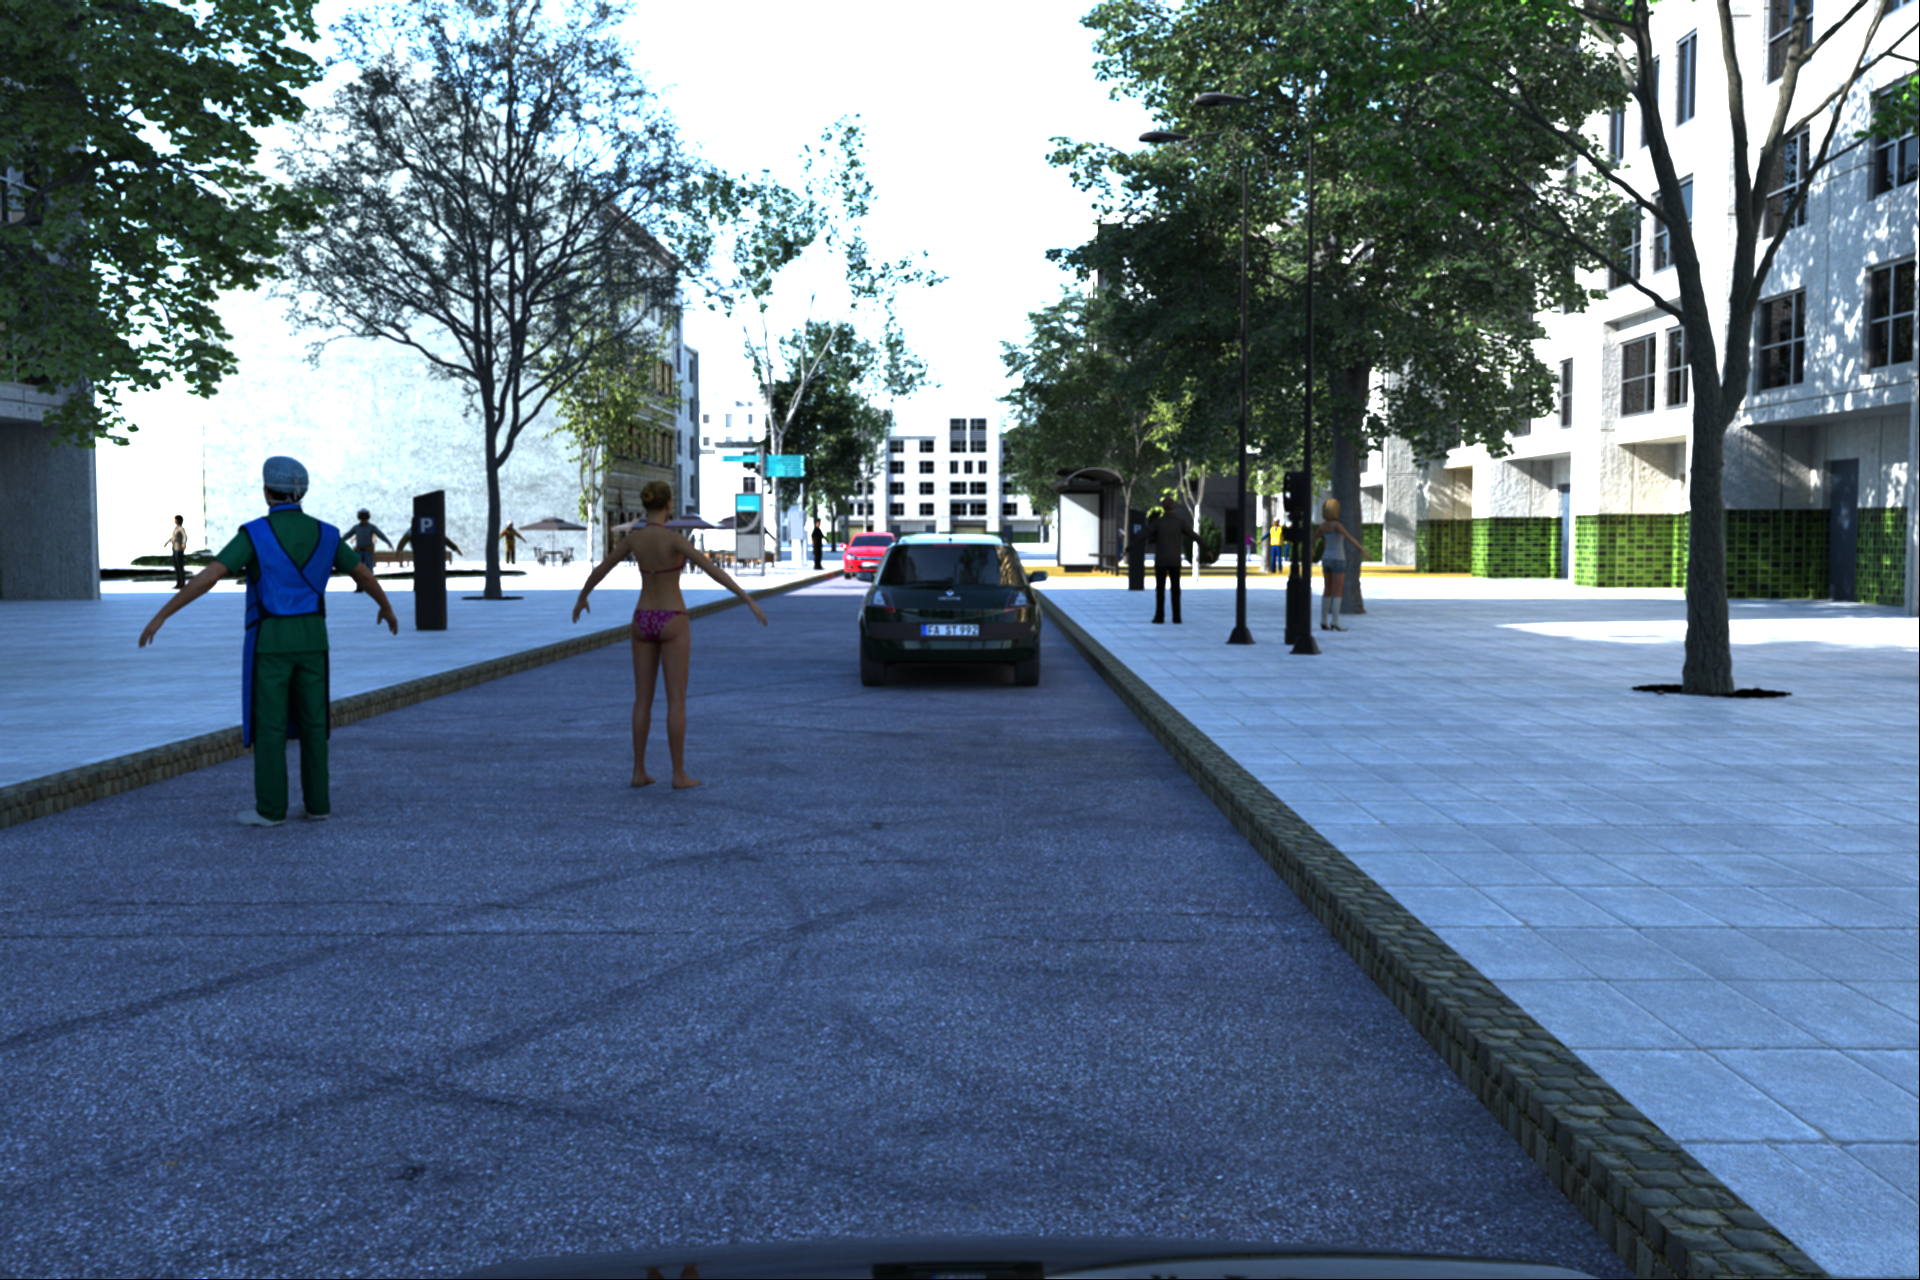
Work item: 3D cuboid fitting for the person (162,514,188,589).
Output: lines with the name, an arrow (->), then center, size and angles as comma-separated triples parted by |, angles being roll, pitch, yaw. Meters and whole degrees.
person -> -18.233, -2.048, 40.245 | 1.215, 1.744, 0.721 | 3, 5, 43

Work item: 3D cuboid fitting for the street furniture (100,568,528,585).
street furniture -> -28.162, -2.954, 53.326 | 27.439, 1.986, 14.083 | 1, 4, 21

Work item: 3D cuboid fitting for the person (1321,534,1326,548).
person -> 16.777, -4.457, 79.007 | 0.704, 1.812, 1.346 | -2, 4, -27

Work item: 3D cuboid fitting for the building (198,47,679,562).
building -> -25.284, -15.708, 87.756 | 19.493, 23.208, 18.063 | 0, 4, 1

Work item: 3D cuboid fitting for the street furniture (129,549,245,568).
street furniture -> -29.951, -3.356, 70.494 | 5.734, 0.657, 10.072 | 0, 4, -5

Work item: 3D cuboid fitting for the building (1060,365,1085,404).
building -> 26.126, -22.614, 213.716 | 27.936, 21.610, 32.646 | 0, 4, 0

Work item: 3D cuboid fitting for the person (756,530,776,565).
person -> -8.307, -4.049, 72.382 | 1.347, 1.806, 0.705 | 1, 4, 13

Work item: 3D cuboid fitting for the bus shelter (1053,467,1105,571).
bus shelter -> 4.383, -4.441, 63.899 | 1.731, 3.624, 6.357 | 0, 4, 1

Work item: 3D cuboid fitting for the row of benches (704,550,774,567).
row of benches -> -8.851, -3.189, 67.609 | 4.104, 0.672, 1.422 | 3, 4, 37

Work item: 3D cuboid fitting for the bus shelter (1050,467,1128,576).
bus shelter -> 4.061, -3.755, 55.324 | 2.014, 3.302, 5.546 | 0, 4, -1

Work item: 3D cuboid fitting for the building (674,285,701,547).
building -> -28.311, -15.331, 117.118 | 16.747, 18.905, 31.486 | 0, 3, 0

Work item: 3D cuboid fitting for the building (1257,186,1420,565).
building -> 25.931, -13.457, 86.484 | 16.747, 18.905, 31.486 | 0, 4, 0

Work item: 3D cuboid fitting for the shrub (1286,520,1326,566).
shrub -> 14.065, -4.035, 70.387 | 1.690, 2.028, 1.600 | 0, 3, 0

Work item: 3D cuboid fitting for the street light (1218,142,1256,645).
street light -> 3.830, -2.909, 20.095 | 1.470, 5.913, 1.316 | 0, 4, 0

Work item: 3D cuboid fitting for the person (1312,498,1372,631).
person -> 5.021, -1.005, 23.038 | 0.721, 1.753, 1.214 | -2, 4, -28

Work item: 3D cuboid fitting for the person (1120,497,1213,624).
person -> 2.984, -1.143, 24.868 | 1.348, 1.807, 0.705 | 0, 4, -2

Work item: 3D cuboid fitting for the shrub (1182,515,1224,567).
shrub -> 9.357, -3.836, 66.767 | 1.661, 2.075, 1.752 | 0, 3, 0

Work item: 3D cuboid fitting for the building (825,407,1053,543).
building -> -2.491, -23.220, 248.556 | 31.486, 18.905, 16.747 | 0, 4, 4

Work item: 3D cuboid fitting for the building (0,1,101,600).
building -> -25.328, -9.257, 17.809 | 16.747, 18.905, 31.486 | 0, 4, 0

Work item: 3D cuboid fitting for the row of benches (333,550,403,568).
row of benches -> -23.503, -3.143, 66.851 | 4.104, 0.672, 1.422 | -1, 4, -12

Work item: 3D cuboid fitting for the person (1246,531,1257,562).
person -> 13.080, -4.238, 78.555 | 0.991, 1.433, 0.599 | 3, 4, 38

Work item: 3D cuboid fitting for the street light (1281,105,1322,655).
street light -> 4.249, -2.804, 18.391 | 1.470, 5.913, 1.316 | 0, 4, 0

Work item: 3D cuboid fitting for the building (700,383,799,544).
building -> -26.451, -22.074, 217.333 | 16.016, 20.090, 11.380 | 0, 4, 0

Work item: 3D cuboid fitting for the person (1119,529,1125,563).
person -> 6.988, -4.354, 77.040 | 1.347, 1.847, 0.705 | 0, 4, 4

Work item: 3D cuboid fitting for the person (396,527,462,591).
person -> -8.584, -1.297, 27.984 | 0.721, 1.736, 1.217 | 3, 4, 38

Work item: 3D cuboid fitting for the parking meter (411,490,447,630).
parking meter -> -7.085, -1.064, 23.111 | 0.399, 1.863, 0.255 | 0, 4, 1

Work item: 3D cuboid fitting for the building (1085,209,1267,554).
building -> 22.833, -17.207, 125.303 | 27.936, 21.610, 32.646 | 0, 4, 1

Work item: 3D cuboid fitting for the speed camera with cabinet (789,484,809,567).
speed camera with cabinet -> -6.371, -4.541, 68.580 | 0.660, 3.252, 2.038 | 0, 3, 0

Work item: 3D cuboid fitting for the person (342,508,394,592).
person -> -13.077, -1.967, 38.007 | 1.345, 1.849, 0.704 | 0, 4, -1

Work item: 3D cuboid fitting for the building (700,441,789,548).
building -> -21.312, -13.987, 170.840 | 9.099, 9.664, 28.070 | 0, 4, 1

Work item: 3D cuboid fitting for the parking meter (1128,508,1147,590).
parking meter -> 4.041, -2.063, 39.435 | 0.399, 1.863, 0.255 | 0, 4, 1

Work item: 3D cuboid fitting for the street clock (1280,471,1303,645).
street clock -> 3.886, -0.949, 20.081 | 0.358, 2.002, 0.471 | 0, 3, 0

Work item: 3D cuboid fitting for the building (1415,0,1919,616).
building -> 23.477, -10.735, 41.972 | 16.747, 18.905, 31.486 | 0, 4, 1

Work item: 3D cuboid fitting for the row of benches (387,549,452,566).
row of benches -> -22.086, -3.399, 71.039 | 1.422, 0.672, 4.104 | 1, 4, 13

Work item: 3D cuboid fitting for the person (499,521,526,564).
person -> -19.013, -4.128, 73.268 | 1.354, 1.858, 0.705 | -3, 5, -41
